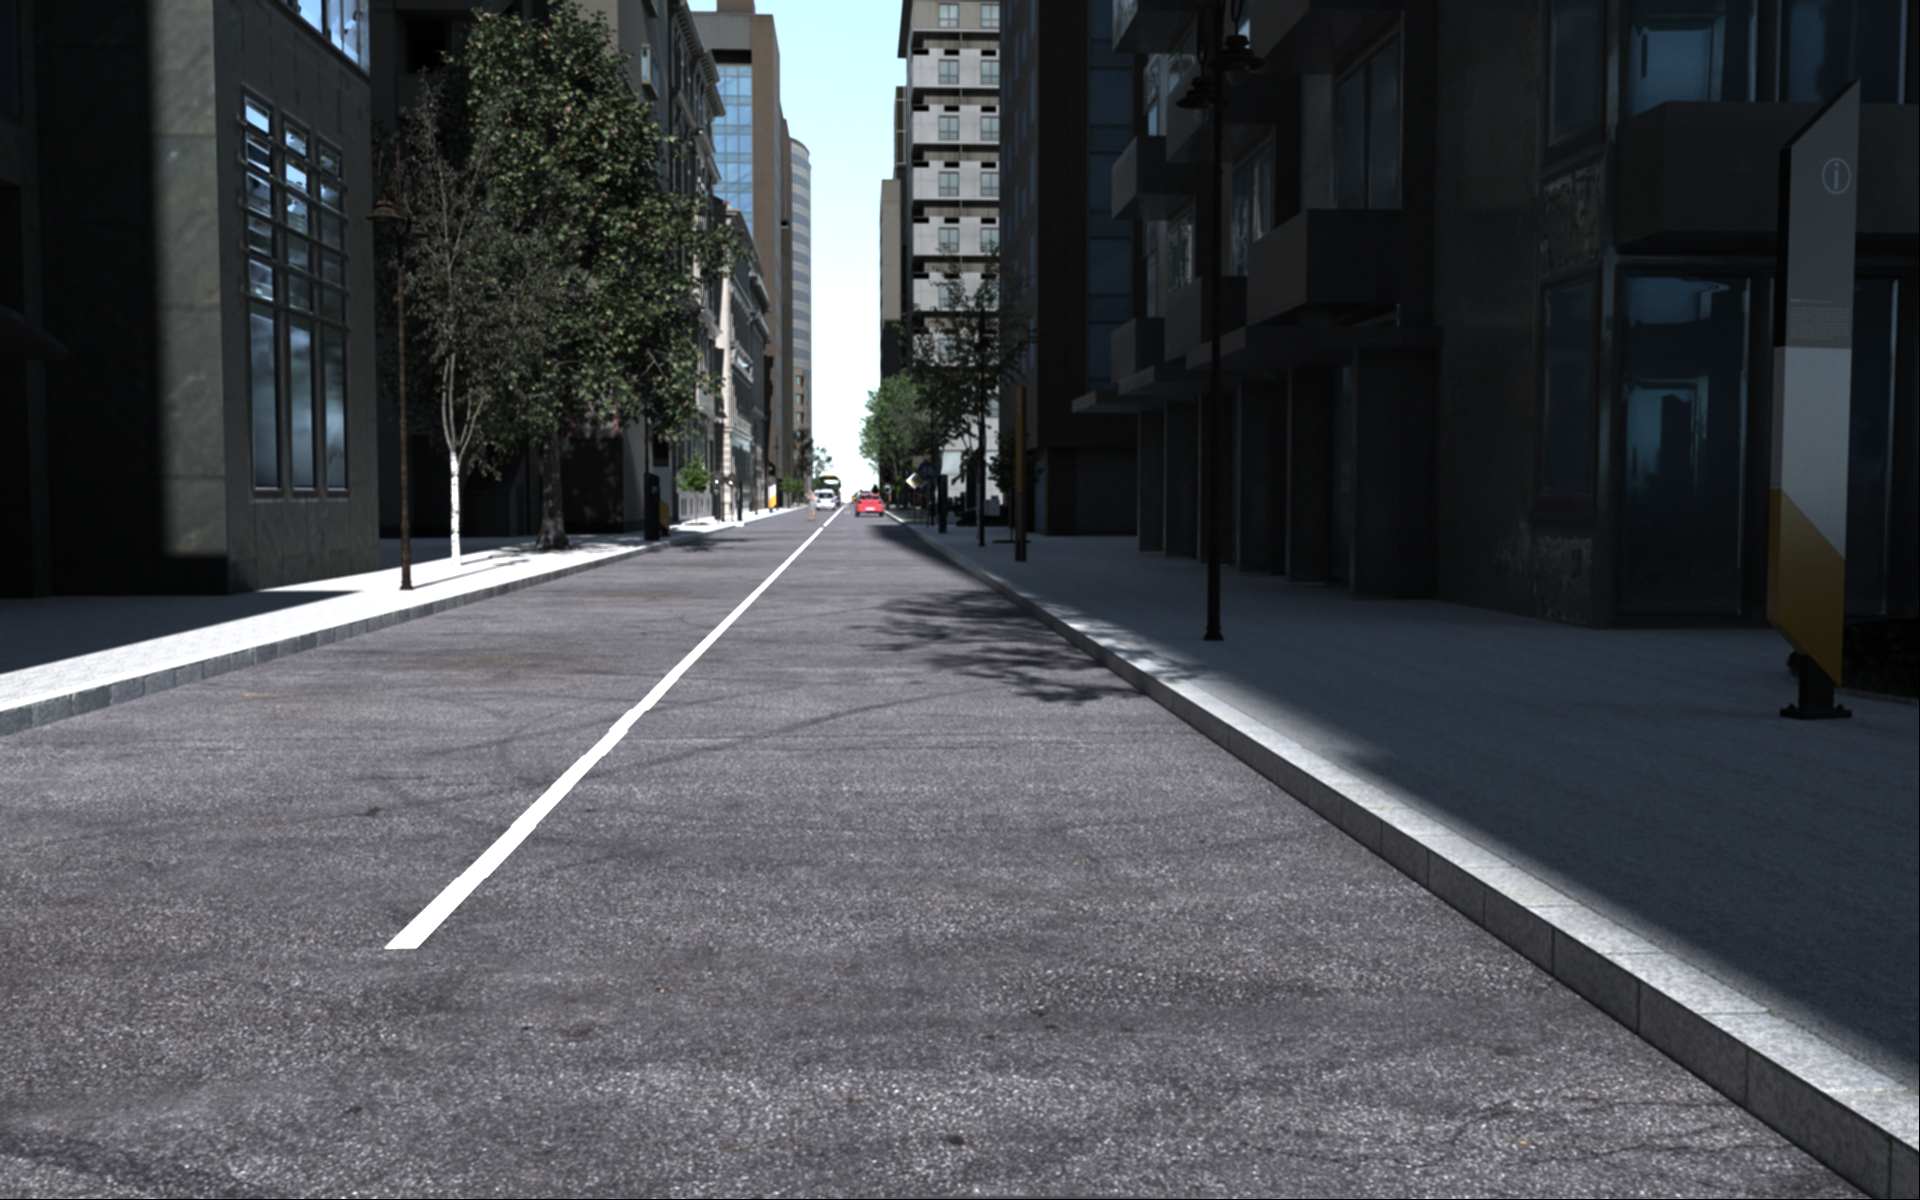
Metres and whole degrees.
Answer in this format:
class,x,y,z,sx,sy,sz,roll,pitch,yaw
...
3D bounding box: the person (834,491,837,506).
class,x,y,z,sx,sy,sz,roll,pitch,yaw
person,-15.159,-12.438,211.496,0.705,1.869,1.348,0,4,-5

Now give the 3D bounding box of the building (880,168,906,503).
class,x,y,z,sx,sy,sz,roll,pitch,yaw
building,-0.904,-38.495,253.091,21.300,48.544,21.600,0,4,-3

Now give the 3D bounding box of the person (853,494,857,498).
class,x,y,z,sx,sy,sz,roll,pitch,yaw
person,-13.485,-13.497,229.200,1.348,1.821,0.705,1,4,11

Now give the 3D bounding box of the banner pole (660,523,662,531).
class,x,y,z,sx,sy,sz,roll,pitch,yaw
banner pole,-10.206,-4.255,59.583,0.401,3.779,0.863,-3,4,-37

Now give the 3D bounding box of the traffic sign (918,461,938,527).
class,x,y,z,sx,sy,sz,roll,pitch,yaw
traffic sign,-1.245,-4.090,66.983,0.768,2.556,0.104,0,3,0

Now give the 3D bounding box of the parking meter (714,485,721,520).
class,x,y,z,sx,sy,sz,roll,pitch,yaw
parking meter,-12.005,-4.901,85.840,0.255,1.863,0.399,1,4,8

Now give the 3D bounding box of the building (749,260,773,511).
class,x,y,z,sx,sy,sz,roll,pitch,yaw
building,-21.844,-17.957,135.400,13.314,21.916,24.055,0,4,-3

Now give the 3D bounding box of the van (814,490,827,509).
class,x,y,z,sx,sy,sz,roll,pitch,yaw
van,-13.773,-9.889,168.695,2.013,2.044,4.112,0,4,-3

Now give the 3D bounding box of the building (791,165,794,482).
class,x,y,z,sx,sy,sz,roll,pitch,yaw
building,-26.766,-33.760,202.094,14.600,45.320,14.200,0,4,-3

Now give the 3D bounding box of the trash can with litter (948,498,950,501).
class,x,y,z,sx,sy,sz,roll,pitch,yaw
trash can with litter,-1.138,-6.487,117.448,0.624,1.170,1.055,1,4,22

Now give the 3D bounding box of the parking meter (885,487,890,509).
class,x,y,z,sx,sy,sz,roll,pitch,yaw
parking meter,-6.190,-8.675,147.548,0.399,1.863,0.255,0,4,2

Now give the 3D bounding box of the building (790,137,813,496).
class,x,y,z,sx,sy,sz,roll,pitch,yaw
building,-34.759,-45.100,279.388,21.231,58.520,28.212,0,4,-3

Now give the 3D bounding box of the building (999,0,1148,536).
class,x,y,z,sx,sy,sz,roll,pitch,yaw
building,8.794,-24.972,58.404,14.600,45.320,14.200,0,4,-3

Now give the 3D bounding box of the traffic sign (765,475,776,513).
class,x,y,z,sx,sy,sz,roll,pitch,yaw
traffic sign,-12.699,-7.095,116.113,0.768,2.556,0.104,0,4,0

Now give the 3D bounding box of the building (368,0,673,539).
class,x,y,z,sx,sy,sz,roll,pitch,yaw
building,-21.653,-26.589,58.440,21.600,48.544,21.300,0,4,-3

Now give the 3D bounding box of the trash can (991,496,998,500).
class,x,y,z,sx,sy,sz,roll,pitch,yaw
trash can,3.101,-8.734,154.454,0.748,1.137,0.748,0,3,0

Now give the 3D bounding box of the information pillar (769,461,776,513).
class,x,y,z,sx,sy,sz,roll,pitch,yaw
information pillar,-13.055,-7.887,120.300,0.504,3.616,0.183,-1,4,-9

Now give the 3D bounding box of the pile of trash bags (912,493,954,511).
class,x,y,z,sx,sy,sz,roll,pitch,yaw
pile of trash bags,-1.956,-7.462,131.748,3.447,1.369,1.912,1,4,11

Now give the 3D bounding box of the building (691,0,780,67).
class,x,y,z,sx,sy,sz,roll,pitch,yaw
building,-23.707,-31.172,159.772,14.600,45.320,14.200,0,4,-3

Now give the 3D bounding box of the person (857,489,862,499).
class,x,y,z,sx,sy,sz,roll,pitch,yaw
person,-8.573,-8.592,148.841,0.638,1.841,0.748,-2,4,-24

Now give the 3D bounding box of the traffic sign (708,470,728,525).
class,x,y,z,sx,sy,sz,roll,pitch,yaw
traffic sign,-9.885,-4.110,70.833,0.795,2.450,0.064,0,4,-3

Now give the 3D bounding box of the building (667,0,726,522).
class,x,y,z,sx,sy,sz,roll,pitch,yaw
building,-19.862,-18.502,89.896,14.401,28.519,23.554,0,4,-3

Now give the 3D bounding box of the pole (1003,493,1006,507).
class,x,y,z,sx,sy,sz,roll,pitch,yaw
pole,3.033,-7.593,117.986,0.158,3.312,0.155,0,3,0

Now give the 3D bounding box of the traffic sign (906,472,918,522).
class,x,y,z,sx,sy,sz,roll,pitch,yaw
traffic sign,-2.082,-4.626,79.277,0.795,2.450,0.064,0,4,-3

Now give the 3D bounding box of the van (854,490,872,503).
class,x,y,z,sx,sy,sz,roll,pitch,yaw
van,-9.318,-9.865,168.301,2.013,2.044,4.112,0,4,-5

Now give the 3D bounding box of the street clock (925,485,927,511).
class,x,y,z,sx,sy,sz,roll,pitch,yaw
street clock,-2.597,-7.642,129.523,0.358,2.002,0.471,-1,4,-16

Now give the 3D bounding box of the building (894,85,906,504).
class,x,y,z,sx,sy,sz,roll,pitch,yaw
building,-3.303,-52.876,302.778,20.563,71.187,20.611,0,4,-3

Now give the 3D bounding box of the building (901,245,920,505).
class,x,y,z,sx,sy,sz,roll,pitch,yaw
building,0.136,-26.329,202.181,14.160,30.474,14.107,0,4,-3

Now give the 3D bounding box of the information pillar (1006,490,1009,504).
class,x,y,z,sx,sy,sz,roll,pitch,yaw
information pillar,4.017,-8.567,144.561,0.304,2.012,0.304,1,4,18

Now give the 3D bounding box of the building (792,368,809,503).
class,x,y,z,sx,sy,sz,roll,pitch,yaw
building,-36.305,-24.883,251.872,27.650,21.520,28.899,0,4,-3

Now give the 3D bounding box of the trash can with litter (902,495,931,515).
class,x,y,z,sx,sy,sz,roll,pitch,yaw
trash can with litter,-2.543,-5.950,108.333,2.233,1.210,1.678,-1,4,-9

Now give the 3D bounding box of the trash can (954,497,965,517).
class,x,y,z,sx,sy,sz,roll,pitch,yaw
trash can,-0.016,-5.341,98.973,0.748,1.137,0.748,0,3,0

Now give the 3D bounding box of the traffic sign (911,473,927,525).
class,x,y,z,sx,sy,sz,roll,pitch,yaw
traffic sign,-1.605,-4.138,71.307,0.795,2.450,0.064,0,4,-3

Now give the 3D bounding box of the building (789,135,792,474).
class,x,y,z,sx,sy,sz,roll,pitch,yaw
building,-26.210,-32.894,187.928,14.600,45.320,14.200,0,4,-3

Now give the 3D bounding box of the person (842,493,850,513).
class,x,y,z,sx,sy,sz,roll,pitch,yaw
person,-8.627,-7.331,130.962,0.523,1.515,0.503,1,4,22

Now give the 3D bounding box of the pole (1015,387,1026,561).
class,x,y,z,sx,sy,sz,roll,pitch,yaw
pole,1.159,-2.394,32.991,0.158,3.312,0.155,0,3,0

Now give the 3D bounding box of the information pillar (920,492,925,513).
class,x,y,z,sx,sy,sz,roll,pitch,yaw
information pillar,-2.500,-6.846,116.421,0.304,2.012,0.304,0,4,-5

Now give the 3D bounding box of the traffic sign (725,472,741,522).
class,x,y,z,sx,sy,sz,roll,pitch,yaw
traffic sign,-10.363,-4.597,78.804,0.795,2.450,0.064,0,4,-3

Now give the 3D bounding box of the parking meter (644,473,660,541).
class,x,y,z,sx,sy,sz,roll,pitch,yaw
parking meter,-8.490,-2.572,47.756,0.255,1.863,0.399,3,4,39

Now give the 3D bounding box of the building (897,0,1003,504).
class,x,y,z,sx,sy,sz,roll,pitch,yaw
building,8.170,-36.204,181.182,28.713,52.752,27.495,0,4,-3

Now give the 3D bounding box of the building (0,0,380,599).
class,x,y,z,sx,sy,sz,roll,pitch,yaw
building,-17.882,-42.664,10.225,22.319,86.520,31.000,0,4,-3

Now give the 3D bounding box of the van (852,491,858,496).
class,x,y,z,sx,sy,sz,roll,pitch,yaw
van,-16.329,-16.576,278.035,2.013,2.044,4.112,0,4,-4

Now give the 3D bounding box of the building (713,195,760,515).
class,x,y,z,sx,sy,sz,roll,pitch,yaw
building,-19.387,-16.928,112.924,11.583,22.565,21.152,0,4,-3

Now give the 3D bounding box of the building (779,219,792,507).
class,x,y,z,sx,sy,sz,roll,pitch,yaw
building,-24.308,-24.626,174.342,14.160,30.474,14.107,0,4,-3

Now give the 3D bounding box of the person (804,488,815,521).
class,x,y,z,sx,sy,sz,roll,pitch,yaw
person,-8.054,-5.130,92.727,0.532,1.782,0.716,-2,4,-33

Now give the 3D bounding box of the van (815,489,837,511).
class,x,y,z,sx,sy,sz,roll,pitch,yaw
van,-11.782,-8.888,152.329,2.013,2.044,4.112,0,4,-3

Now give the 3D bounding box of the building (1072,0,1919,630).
class,x,y,z,sx,sy,sz,roll,pitch,yaw
building,14.765,-24.998,28.321,23.786,49.044,30.456,0,4,-3
